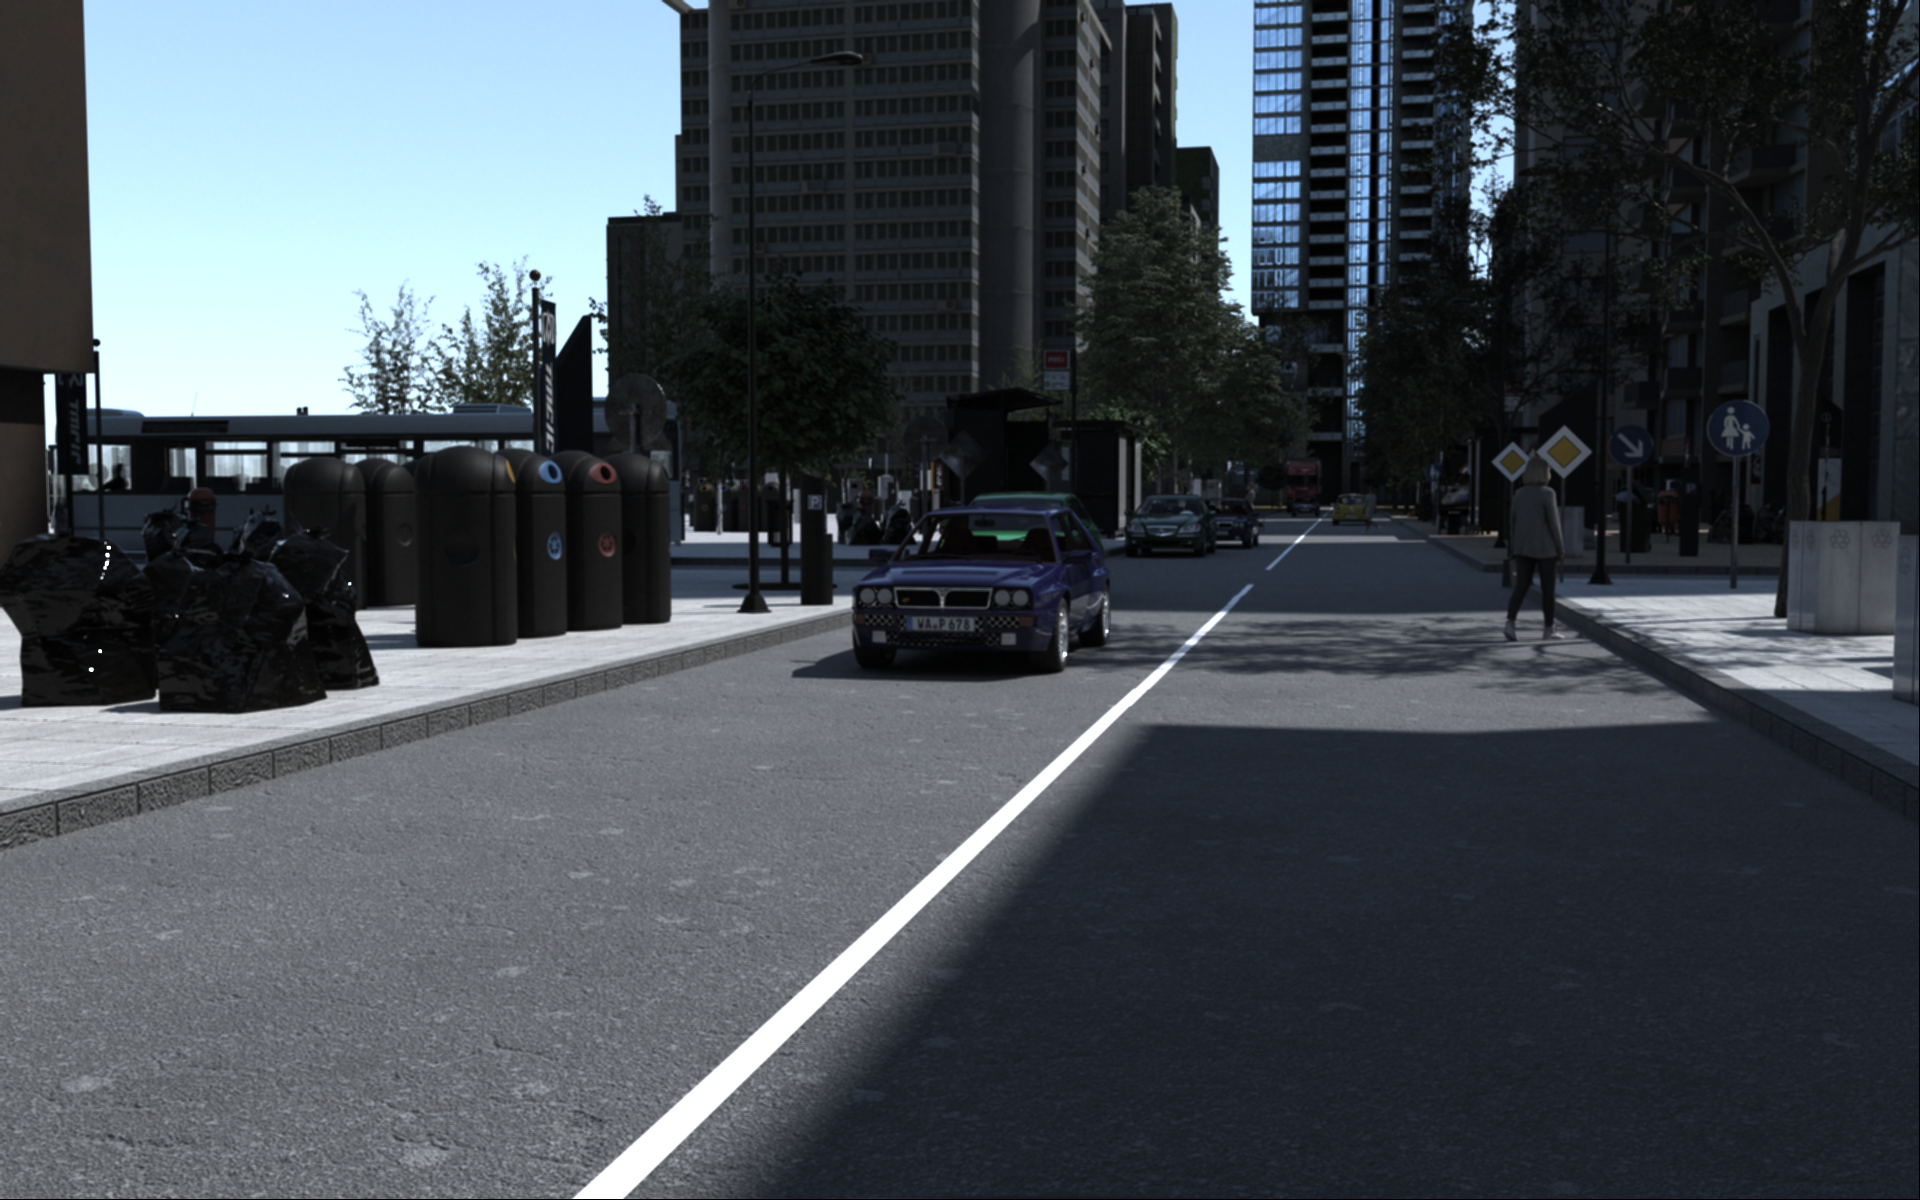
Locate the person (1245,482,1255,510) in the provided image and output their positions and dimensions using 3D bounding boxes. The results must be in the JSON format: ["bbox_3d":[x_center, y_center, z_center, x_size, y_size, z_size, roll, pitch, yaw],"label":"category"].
[{"bbox_3d":[8.886,-2.753,53.779,0.573,1.790,0.520,-1,4,-9],"label":"person"}]

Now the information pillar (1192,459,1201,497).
[{"bbox_3d":[12.842,-6.270,93.863,0.504,3.616,0.183,0,4,-3],"label":"information pillar"}]

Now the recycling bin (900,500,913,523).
[{"bbox_3d":[-2.365,-4.017,78.238,0.722,1.027,0.722,0,4,-2],"label":"recycling bin"}]

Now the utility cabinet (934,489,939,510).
[{"bbox_3d":[-0.702,-4.031,74.580,1.173,1.500,0.318,-1,4,-21],"label":"utility cabinet"}]

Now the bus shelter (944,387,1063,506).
[{"bbox_3d":[1.118,-3.060,41.313,1.731,3.624,6.357,1,4,13],"label":"bus shelter"}]

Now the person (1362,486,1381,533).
[{"bbox_3d":[14.977,-3.289,63.033,0.760,1.731,0.466,2,4,34],"label":"person"}]

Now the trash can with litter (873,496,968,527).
[{"bbox_3d":[-0.490,-1.532,36.106,2.233,1.210,1.678,-1,4,-15],"label":"trash can with litter"}]

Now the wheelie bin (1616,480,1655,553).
[{"bbox_3d":[14.797,-1.841,38.002,0.693,1.594,0.980,2,4,35],"label":"wheelie bin"}]

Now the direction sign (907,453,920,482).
[{"bbox_3d":[-2.504,-6.137,92.343,0.876,3.537,0.379,3,4,38],"label":"direction sign"}]

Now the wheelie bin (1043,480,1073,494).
[{"bbox_3d":[2.176,-1.918,39.271,0.980,1.594,0.693,0,4,-7],"label":"wheelie bin"}]

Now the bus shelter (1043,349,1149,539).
[{"bbox_3d":[3.946,-4.459,50.535,2.179,5.291,8.768,1,4,13],"label":"bus shelter"}]

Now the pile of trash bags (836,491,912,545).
[{"bbox_3d":[-2.276,-2.147,44.858,1.912,1.369,3.447,-1,4,-11],"label":"pile of trash bags"}]

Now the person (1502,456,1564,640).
[{"bbox_3d":[5.577,-0.509,17.007,0.728,1.800,0.709,-2,4,-32],"label":"person"}]

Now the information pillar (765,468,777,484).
[{"bbox_3d":[-7.322,-4.644,67.285,0.504,3.616,0.183,0,4,7],"label":"information pillar"}]

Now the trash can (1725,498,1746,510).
[{"bbox_3d":[26.954,-2.970,60.215,0.748,1.137,0.748,0,3,0],"label":"trash can"}]

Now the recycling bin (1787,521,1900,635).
[{"bbox_3d":[8.174,-0.214,16.051,0.722,1.027,0.722,0,4,4],"label":"recycling bin"}]

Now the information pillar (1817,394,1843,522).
[{"bbox_3d":[20.178,-2.989,40.220,0.504,3.616,0.183,2,4,28],"label":"information pillar"}]

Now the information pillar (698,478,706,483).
[{"bbox_3d":[-11.805,-4.589,79.523,0.304,2.012,0.304,1,4,14],"label":"information pillar"}]

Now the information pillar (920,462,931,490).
[{"bbox_3d":[-1.175,-4.175,59.624,0.183,3.616,0.504,-3,5,-40],"label":"information pillar"}]

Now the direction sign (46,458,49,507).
[{"bbox_3d":[-43.172,-5.507,82.033,0.876,3.537,0.379,-1,4,-18],"label":"direction sign"}]

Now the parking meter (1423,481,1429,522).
[{"bbox_3d":[21.412,-4.517,79.570,0.255,1.863,0.399,1,4,19],"label":"parking meter"}]

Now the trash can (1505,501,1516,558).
[{"bbox_3d":[10.904,-1.334,33.457,0.748,1.137,0.748,0,3,0],"label":"trash can"}]

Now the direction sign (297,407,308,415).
[{"bbox_3d":[-17.116,-3.252,45.175,0.379,3.537,0.876,-3,4,-37],"label":"direction sign"}]

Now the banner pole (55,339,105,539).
[{"bbox_3d":[-14.083,-2.314,27.843,0.863,3.779,0.401,-3,5,-39],"label":"banner pole"}]

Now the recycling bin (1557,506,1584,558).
[{"bbox_3d":[12.173,-1.374,35.019,0.722,1.027,0.722,2,4,31],"label":"recycling bin"}]

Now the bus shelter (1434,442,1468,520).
[{"bbox_3d":[23.320,-5.527,81.643,1.731,3.624,6.357,1,4,13],"label":"bus shelter"}]

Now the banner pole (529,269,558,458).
[{"bbox_3d":[-4.707,-1.812,19.644,0.401,3.779,0.863,0,4,8],"label":"banner pole"}]

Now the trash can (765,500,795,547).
[{"bbox_3d":[-4.368,-1.859,42.044,0.748,1.137,0.748,0,3,0],"label":"trash can"}]

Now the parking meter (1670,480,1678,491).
[{"bbox_3d":[28.692,-3.902,69.512,0.399,1.863,0.255,-2,4,-30],"label":"parking meter"}]

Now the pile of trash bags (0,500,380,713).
[{"bbox_3d":[-5.526,-0.096,11.317,3.447,1.369,1.912,1,4,17],"label":"pile of trash bags"}]

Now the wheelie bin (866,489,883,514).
[{"bbox_3d":[-5.158,-6.181,108.966,0.980,1.594,0.693,-2,4,-24],"label":"wheelie bin"}]

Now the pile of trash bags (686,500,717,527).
[{"bbox_3d":[-10.264,-3.611,68.790,3.447,1.369,1.912,2,4,30],"label":"pile of trash bags"}]

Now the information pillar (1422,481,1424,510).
[{"bbox_3d":[26.208,-5.714,97.920,0.304,2.012,0.304,0,4,5],"label":"information pillar"}]

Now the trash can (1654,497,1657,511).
[{"bbox_3d":[30.591,-3.933,75.962,0.748,1.137,0.748,0,3,0],"label":"trash can"}]

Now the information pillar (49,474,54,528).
[{"bbox_3d":[-33.821,-3.687,64.778,0.304,2.012,0.304,3,4,37],"label":"information pillar"}]

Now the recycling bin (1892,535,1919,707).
[{"bbox_3d":[6.161,0.127,10.472,0.722,1.027,0.722,0,4,8],"label":"recycling bin"}]

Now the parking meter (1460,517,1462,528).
[{"bbox_3d":[18.562,-3.607,64.680,0.399,1.863,0.255,2,4,32],"label":"parking meter"}]

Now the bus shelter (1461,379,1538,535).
[{"bbox_3d":[18.061,-4.926,58.168,2.179,5.291,8.768,1,4,13],"label":"bus shelter"}]

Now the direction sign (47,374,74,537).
[{"bbox_3d":[-11.600,-1.868,22.538,0.379,3.537,0.876,-2,4,-25],"label":"direction sign"}]

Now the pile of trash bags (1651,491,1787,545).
[{"bbox_3d":[19.896,-2.154,44.963,3.447,1.369,1.912,1,4,20],"label":"pile of trash bags"}]

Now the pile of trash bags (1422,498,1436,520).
[{"bbox_3d":[24.375,-4.741,87.275,1.912,1.369,3.447,2,4,25],"label":"pile of trash bags"}]

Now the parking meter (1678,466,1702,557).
[{"bbox_3d":[15.036,-1.830,35.629,0.399,1.863,0.255,1,4,22],"label":"parking meter"}]

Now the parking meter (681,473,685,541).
[{"bbox_3d":[-7.729,-2.573,47.776,0.255,1.863,0.399,-1,4,-10],"label":"parking meter"}]

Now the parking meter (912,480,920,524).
[{"bbox_3d":[-1.776,-4.049,71.905,0.399,1.863,0.255,2,4,25],"label":"parking meter"}]

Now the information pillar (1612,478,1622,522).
[{"bbox_3d":[29.698,-4.513,78.272,0.304,2.012,0.304,0,4,-8],"label":"information pillar"}]

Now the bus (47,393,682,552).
[{"bbox_3d":[-12.308,-2.434,34.657,13.247,3.499,2.948,1,4,11],"label":"bus"}]

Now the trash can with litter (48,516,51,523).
[{"bbox_3d":[-40.349,-4.028,77.237,0.624,1.170,1.055,2,4,32],"label":"trash can with litter"}]

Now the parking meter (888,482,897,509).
[{"bbox_3d":[-3.258,-4.756,83.471,0.399,1.863,0.255,-2,4,-27],"label":"parking meter"}]

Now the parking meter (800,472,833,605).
[{"bbox_3d":[-1.663,-0.714,20.080,0.372,1.533,0.369,0,3,0],"label":"parking meter"}]

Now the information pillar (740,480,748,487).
[{"bbox_3d":[-11.262,-5.250,90.328,0.304,2.012,0.304,1,4,20],"label":"information pillar"}]

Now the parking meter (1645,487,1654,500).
[{"bbox_3d":[26.321,-3.534,66.186,0.372,1.533,0.369,0,3,0],"label":"parking meter"}]
